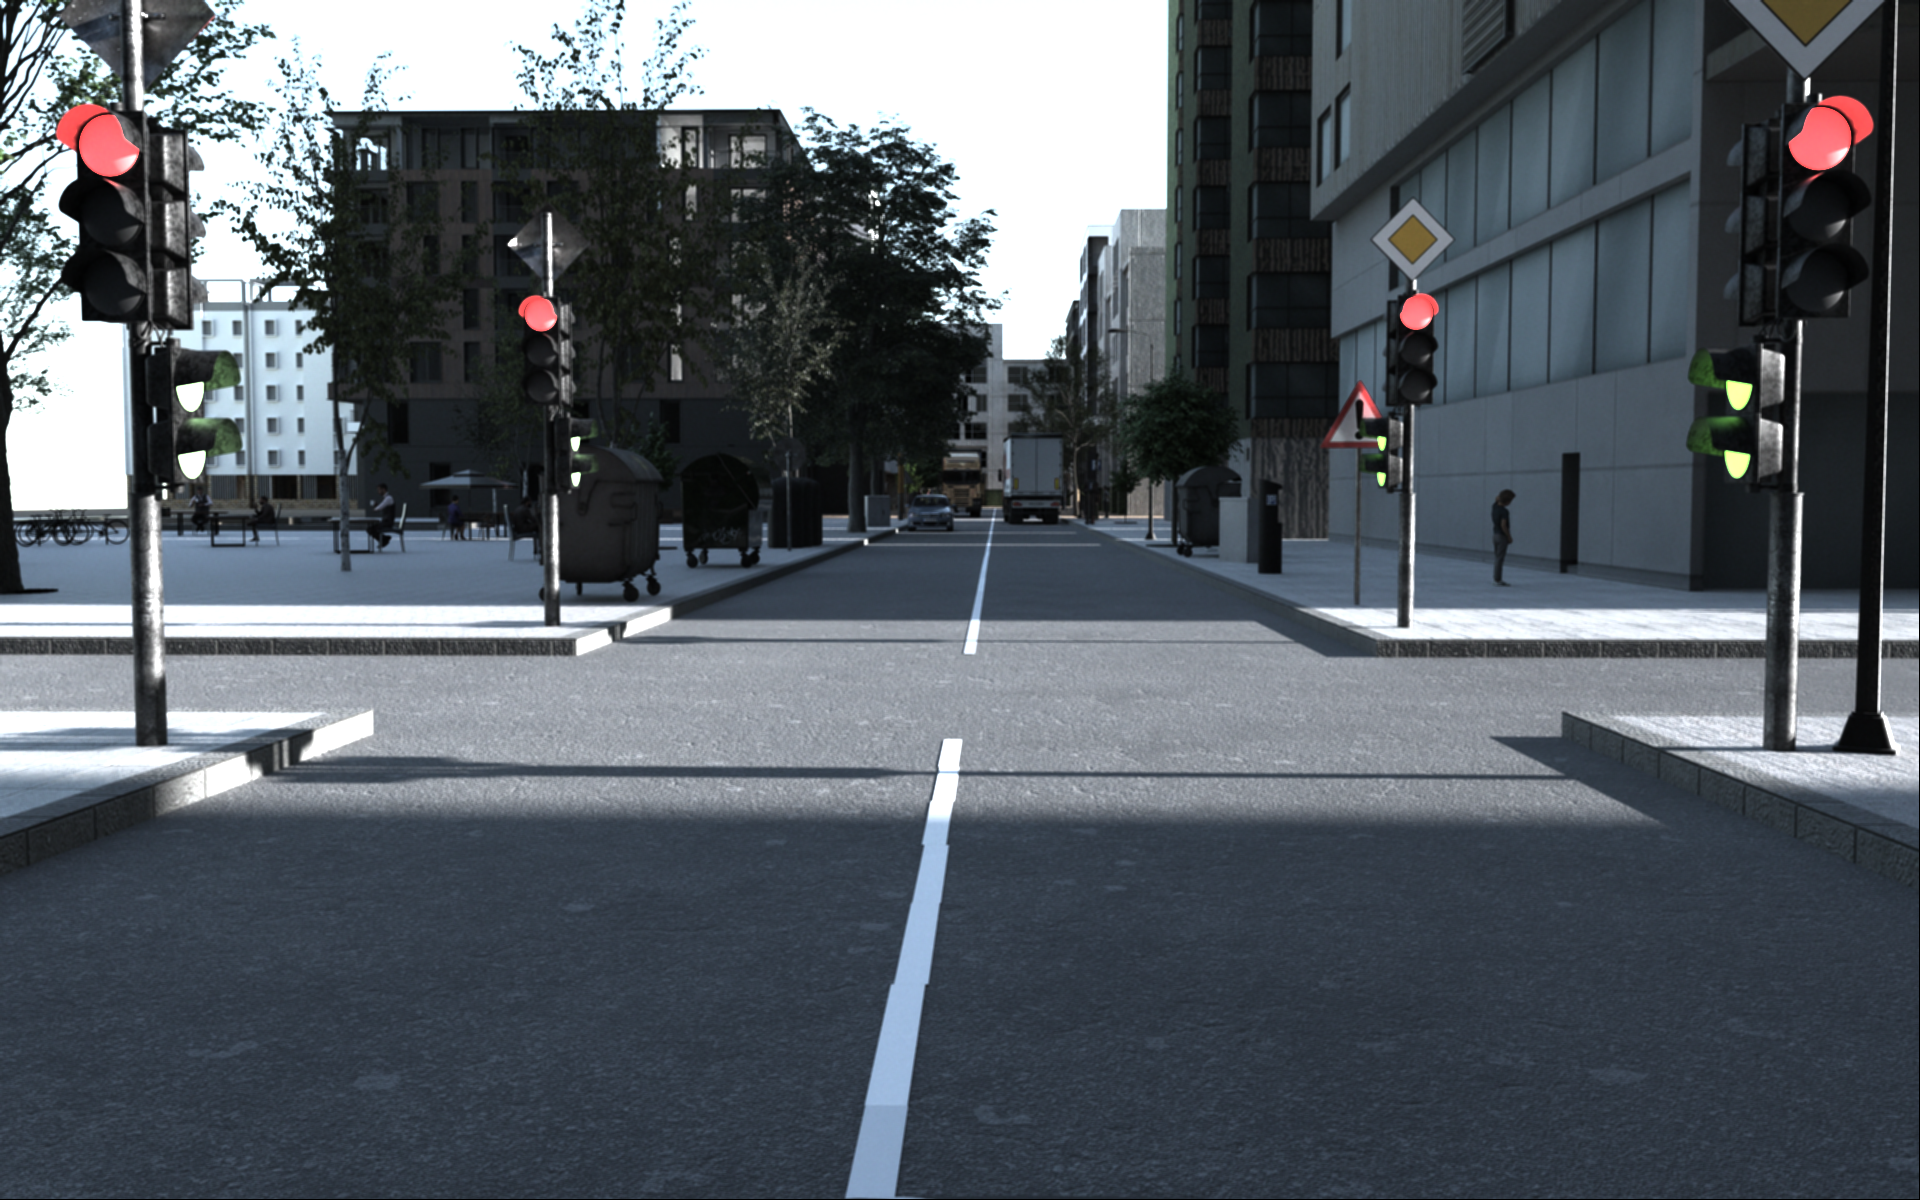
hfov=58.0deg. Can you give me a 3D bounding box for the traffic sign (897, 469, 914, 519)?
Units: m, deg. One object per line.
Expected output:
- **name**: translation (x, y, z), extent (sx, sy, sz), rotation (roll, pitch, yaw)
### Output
- **traffic sign**: translation (-2.807, -5.445, 89.022), extent (0.884, 2.594, 0.081), rotation (0, 4, 5)

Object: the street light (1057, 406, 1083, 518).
- **street light**: translation (5.799, -7.257, 91.194), extent (1.470, 5.913, 1.316), rotation (0, 4, 1)

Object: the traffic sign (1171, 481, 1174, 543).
- **traffic sign**: translation (5.628, -2.801, 45.806), extent (0.884, 2.594, 0.081), rotation (0, 4, 4)

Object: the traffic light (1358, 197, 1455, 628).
- **traffic light**: translation (4.271, -1.691, 16.570), extent (0.839, 4.253, 0.868), rotation (0, 4, 1)

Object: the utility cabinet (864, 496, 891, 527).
- **utility cabinet**: translation (-3.256, -3.507, 68.503), extent (1.020, 1.237, 0.306), rotation (-2, 4, -31)

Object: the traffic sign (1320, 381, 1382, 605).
- **traffic sign**: translation (4.595, -1.222, 19.983), extent (0.884, 2.594, 0.081), rotation (0, 4, 8)

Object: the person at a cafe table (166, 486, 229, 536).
- **person at a cafe table**: translation (-23.767, -2.788, 54.101), extent (1.698, 1.524, 1.622), rotation (-1, 4, -18)

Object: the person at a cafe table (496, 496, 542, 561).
- **person at a cafe table**: translation (-7.954, -1.395, 33.666), extent (1.726, 1.238, 1.698), rotation (-2, 4, -23)

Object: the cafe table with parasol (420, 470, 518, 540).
- **cafe table with parasol**: translation (-13.754, -2.674, 48.589), extent (2.610, 1.966, 2.610), rotation (0, 4, -5)

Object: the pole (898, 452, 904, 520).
- **pole**: translation (-2.894, -5.678, 86.684), extent (0.158, 3.312, 0.155), rotation (0, 3, 0)

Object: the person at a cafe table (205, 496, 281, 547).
- **person at a cafe table**: translation (-17.723, -1.957, 42.865), extent (1.726, 1.238, 1.698), rotation (-1, 4, -22)

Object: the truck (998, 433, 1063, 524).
- **truck**: translation (3.465, -5.914, 85.609), extent (2.839, 4.237, 11.283), rotation (0, 4, -1)

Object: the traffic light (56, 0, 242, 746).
- **traffic light**: translation (-4.123, -1.213, 8.749), extent (0.839, 4.253, 0.868), rotation (0, 4, 1)

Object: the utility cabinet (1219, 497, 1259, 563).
- **utility cabinet**: translation (5.267, -1.311, 32.594), extent (0.306, 1.237, 1.020), rotation (-1, 4, -23)

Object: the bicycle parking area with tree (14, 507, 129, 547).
- **bicycle parking area with tree**: translation (-26.461, -3.442, 43.278), extent (9.016, 4.147, 8.231), rotation (-3, 5, -44)

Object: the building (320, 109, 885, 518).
- **building**: translation (-19.707, -16.192, 108.715), extent (27.936, 21.610, 32.646), rotation (0, 4, 1)

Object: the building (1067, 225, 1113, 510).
- **building**: translation (23.957, -18.570, 147.591), extent (27.936, 21.610, 32.646), rotation (0, 4, 1)

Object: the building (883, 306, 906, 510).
- **building**: translation (-10.729, -18.390, 157.103), extent (11.380, 20.091, 16.016), rotation (0, 4, 1)

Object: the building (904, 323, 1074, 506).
- **building**: translation (-3.785, -19.636, 187.508), extent (31.486, 18.905, 16.747), rotation (0, 4, 1)

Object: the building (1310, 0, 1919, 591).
- **building**: translation (22.091, -27.079, 31.982), extent (27.495, 52.752, 28.713), rotation (0, 4, 1)

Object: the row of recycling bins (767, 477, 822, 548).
- **row of recycling bins**: translation (-4.008, -2.175, 42.680), extent (1.069, 1.692, 3.534), rotation (0, 4, 5)

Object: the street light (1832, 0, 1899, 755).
- **street light**: translation (4.003, -2.201, 8.525), extent (1.470, 5.913, 1.316), rotation (0, 4, 1)

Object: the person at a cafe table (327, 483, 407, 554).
- **person at a cafe table**: translation (-12.992, -1.804, 38.017), extent (1.622, 1.524, 1.698), rotation (-1, 4, -23)

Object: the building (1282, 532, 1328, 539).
- **building**: translation (15.410, -17.329, 55.038), extent (14.160, 30.474, 14.107), rotation (0, 4, 1)

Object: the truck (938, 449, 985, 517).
- **truck**: translation (0.125, -7.365, 109.329), extent (2.839, 4.237, 11.283), rotation (0, 4, 0)

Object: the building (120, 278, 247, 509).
- **building**: translation (-67.363, -18.484, 158.639), extent (11.380, 20.091, 16.016), rotation (0, 4, 1)

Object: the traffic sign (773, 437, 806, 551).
- **traffic sign**: translation (-3.850, -2.380, 39.024), extent (0.768, 2.556, 0.104), rotation (1, 4, 10)

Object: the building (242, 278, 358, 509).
- **building**: translation (-55.991, -18.454, 158.140), extent (11.380, 20.091, 16.016), rotation (0, 4, 1)

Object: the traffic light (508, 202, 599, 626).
- **traffic light**: translation (-3.949, -1.701, 16.732), extent (0.839, 4.253, 0.868), rotation (0, 4, 1)

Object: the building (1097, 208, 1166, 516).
- **building**: translation (18.473, -15.249, 115.781), extent (16.747, 18.905, 31.486), rotation (0, 4, 1)

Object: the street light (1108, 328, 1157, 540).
- **street light**: translation (4.837, -4.656, 48.674), extent (1.470, 5.913, 1.316), rotation (0, 4, 1)

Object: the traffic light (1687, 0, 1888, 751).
- **traffic light**: translation (4.097, -1.203, 8.586), extent (0.839, 4.253, 0.868), rotation (0, 4, 1)

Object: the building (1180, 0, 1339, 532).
- **building**: translation (15.832, -18.246, 70.024), extent (14.160, 30.474, 14.107), rotation (0, 4, 1)

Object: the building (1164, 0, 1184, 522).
- **building**: translation (16.917, -24.489, 83.994), extent (14.154, 41.232, 14.086), rotation (0, 4, 1)

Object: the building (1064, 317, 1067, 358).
- **building**: translation (28.397, -21.312, 192.425), extent (32.646, 21.610, 27.936), rotation (0, 4, 1)

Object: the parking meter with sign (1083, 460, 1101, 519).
- **parking meter with sign**: translation (6.687, -5.642, 88.515), extent (0.543, 3.016, 1.738), rotation (-1, 4, -13)
